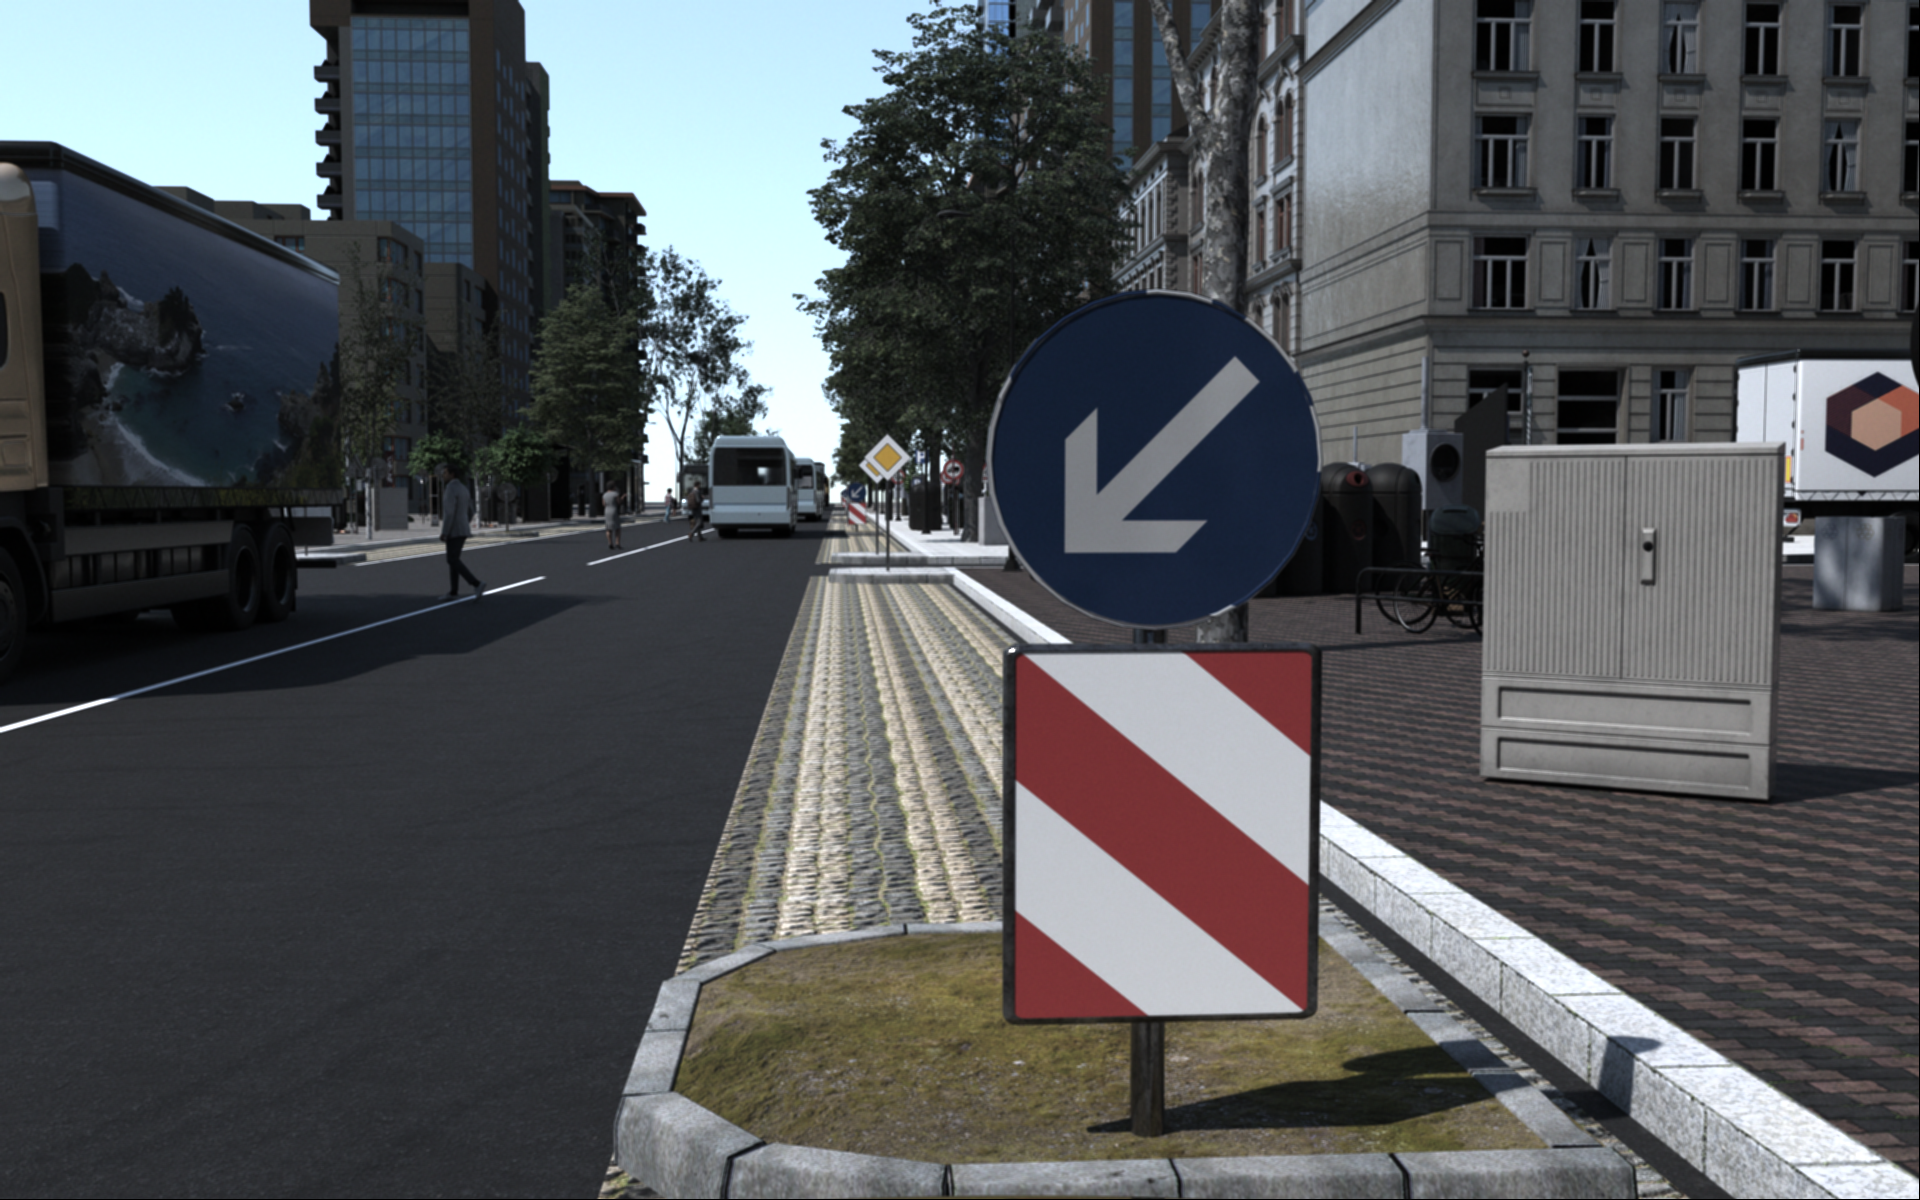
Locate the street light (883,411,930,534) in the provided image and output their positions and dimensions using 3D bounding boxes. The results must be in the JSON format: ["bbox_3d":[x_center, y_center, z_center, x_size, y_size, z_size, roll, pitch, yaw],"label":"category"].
[{"bbox_3d":[-1.626,-5.076,55.532,1.470,5.913,1.316,0,4,-4],"label":"street light"}]

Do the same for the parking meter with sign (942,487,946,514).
[{"bbox_3d":[-0.725,-6.892,108.948,1.738,3.016,0.543,-2,4,-26],"label":"parking meter with sign"}]

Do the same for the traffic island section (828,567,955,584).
[{"bbox_3d":[-1.179,-0.401,28.836,2.009,0.180,2.903,0,4,-4],"label":"traffic island section"}]

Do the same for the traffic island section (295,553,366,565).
[{"bbox_3d":[-13.599,-0.838,35.979,2.009,0.180,2.903,0,4,-4],"label":"traffic island section"}]

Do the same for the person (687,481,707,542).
[{"bbox_3d":[-7.982,-2.683,52.333,0.822,1.834,0.622,-3,5,-44],"label":"person"}]

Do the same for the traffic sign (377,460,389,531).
[{"bbox_3d":[-20.452,-3.715,60.843,0.768,2.556,0.104,0,4,-1],"label":"traffic sign"}]

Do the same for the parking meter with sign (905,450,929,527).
[{"bbox_3d":[-1.624,-4.335,67.139,0.543,3.016,1.738,1,4,9],"label":"parking meter with sign"}]

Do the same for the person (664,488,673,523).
[{"bbox_3d":[-14.418,-4.659,85.514,0.643,1.720,0.563,-3,4,-36],"label":"person"}]

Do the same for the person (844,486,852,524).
[{"bbox_3d":[-5.265,-4.526,82.603,0.391,1.810,0.635,-2,4,-24],"label":"person"}]

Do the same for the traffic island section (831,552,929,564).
[{"bbox_3d":[-1.736,-0.888,36.802,2.009,0.180,2.903,0,4,-4],"label":"traffic island section"}]

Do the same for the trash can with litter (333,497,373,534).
[{"bbox_3d":[-20.189,-2.787,56.624,1.678,1.210,2.233,-2,4,-25],"label":"trash can with litter"}]

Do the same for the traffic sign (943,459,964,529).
[{"bbox_3d":[-0.233,-3.866,63.314,0.768,2.556,0.104,0,4,3],"label":"traffic sign"}]

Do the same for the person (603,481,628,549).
[{"bbox_3d":[-8.906,-2.211,45.004,0.716,1.782,0.532,2,4,26],"label":"person"}]

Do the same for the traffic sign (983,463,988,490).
[{"bbox_3d":[1.029,-3.869,63.268,0.884,2.594,0.081,0,4,-2],"label":"traffic sign"}]

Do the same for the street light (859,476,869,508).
[{"bbox_3d":[-5.517,-8.457,110.808,1.470,5.913,1.316,0,4,-4],"label":"street light"}]

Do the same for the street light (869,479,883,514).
[{"bbox_3d":[-3.489,-6.738,82.709,1.470,5.913,1.316,0,4,-4],"label":"street light"}]

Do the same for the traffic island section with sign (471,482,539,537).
[{"bbox_3d":[-15.149,-3.008,57.802,1.989,1.847,2.006,0,4,-4],"label":"traffic island section with sign"}]

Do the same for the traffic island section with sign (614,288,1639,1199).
[{"bbox_3d":[0.225,0.274,4.145,1.989,1.847,2.006,0,4,-4],"label":"traffic island section with sign"}]

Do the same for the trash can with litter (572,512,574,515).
[{"bbox_3d":[-23.353,-5.562,102.332,1.055,1.170,0.624,0,4,4],"label":"trash can with litter"}]

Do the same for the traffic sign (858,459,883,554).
[{"bbox_3d":[-1.759,-2.023,36.723,0.795,2.450,0.064,0,4,-4],"label":"traffic sign"}]

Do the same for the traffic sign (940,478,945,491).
[{"bbox_3d":[-1.069,-5.862,97.967,0.606,2.300,0.079,0,4,-1],"label":"traffic sign"}]

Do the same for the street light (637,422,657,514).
[{"bbox_3d":[-20.300,-8.537,112.122,1.470,5.913,1.316,0,4,-4],"label":"street light"}]

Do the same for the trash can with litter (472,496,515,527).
[{"bbox_3d":[-18.393,-3.445,67.386,1.678,1.210,2.233,-2,4,-31],"label":"trash can with litter"}]

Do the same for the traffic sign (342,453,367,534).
[{"bbox_3d":[-19.181,-3.364,55.010,0.884,2.594,0.081,0,4,-1],"label":"traffic sign"}]

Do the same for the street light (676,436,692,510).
[{"bbox_3d":[-22.328,-10.224,139.711,1.470,5.913,1.316,0,4,-4],"label":"street light"}]

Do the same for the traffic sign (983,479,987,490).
[{"bbox_3d":[1.259,-4.938,80.846,0.768,2.556,0.104,0,3,0],"label":"traffic sign"}]

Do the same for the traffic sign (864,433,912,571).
[{"bbox_3d":[-1.202,-1.536,28.757,0.795,2.450,0.064,0,4,-4],"label":"traffic sign"}]

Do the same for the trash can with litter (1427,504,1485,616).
[{"bbox_3d":[5.342,-0.440,18.584,0.624,1.170,1.055,1,4,18],"label":"trash can with litter"}]

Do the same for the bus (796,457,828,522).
[{"bbox_3d":[-8.799,-6.031,93.467,2.948,3.499,13.247,0,4,-3],"label":"bus"}]

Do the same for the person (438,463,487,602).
[{"bbox_3d":[-6.659,-0.905,23.147,0.795,1.843,0.661,1,4,11],"label":"person"}]

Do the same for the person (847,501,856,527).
[{"bbox_3d":[-4.608,-3.754,74.127,0.590,1.304,0.306,3,5,44],"label":"person"}]

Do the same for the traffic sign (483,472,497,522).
[{"bbox_3d":[-21.566,-4.731,79.482,0.606,2.300,0.079,0,4,-1],"label":"traffic sign"}]

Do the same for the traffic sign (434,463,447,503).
[{"bbox_3d":[-20.948,-4.289,70.223,0.768,2.556,0.104,0,4,-1],"label":"traffic sign"}]

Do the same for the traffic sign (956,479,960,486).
[{"bbox_3d":[-0.399,-6.836,111.866,0.768,2.556,0.104,0,4,-3],"label":"traffic sign"}]

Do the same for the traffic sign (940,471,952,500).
[{"bbox_3d":[-0.606,-5.308,86.896,0.768,2.556,0.104,0,4,-3],"label":"traffic sign"}]

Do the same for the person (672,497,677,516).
[{"bbox_3d":[-18.698,-6.157,112.348,0.628,1.438,0.799,1,4,8],"label":"person"}]

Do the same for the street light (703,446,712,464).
[{"bbox_3d":[-24.182,-11.887,166.889,1.470,5.913,1.316,0,4,-4],"label":"street light"}]

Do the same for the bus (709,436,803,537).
[{"bbox_3d":[-7.122,-4.057,61.188,2.948,3.499,13.247,0,4,-4],"label":"bus"}]

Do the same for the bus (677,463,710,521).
[{"bbox_3d":[-13.342,-6.127,95.043,2.948,3.499,13.247,0,4,-2],"label":"bus"}]

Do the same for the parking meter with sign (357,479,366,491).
[{"bbox_3d":[-29.227,-5.411,84.734,0.543,3.016,1.738,-3,5,-42],"label":"parking meter with sign"}]

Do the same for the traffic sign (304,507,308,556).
[{"bbox_3d":[-13.576,-1.974,35.919,0.795,2.450,0.064,0,4,-4],"label":"traffic sign"}]
